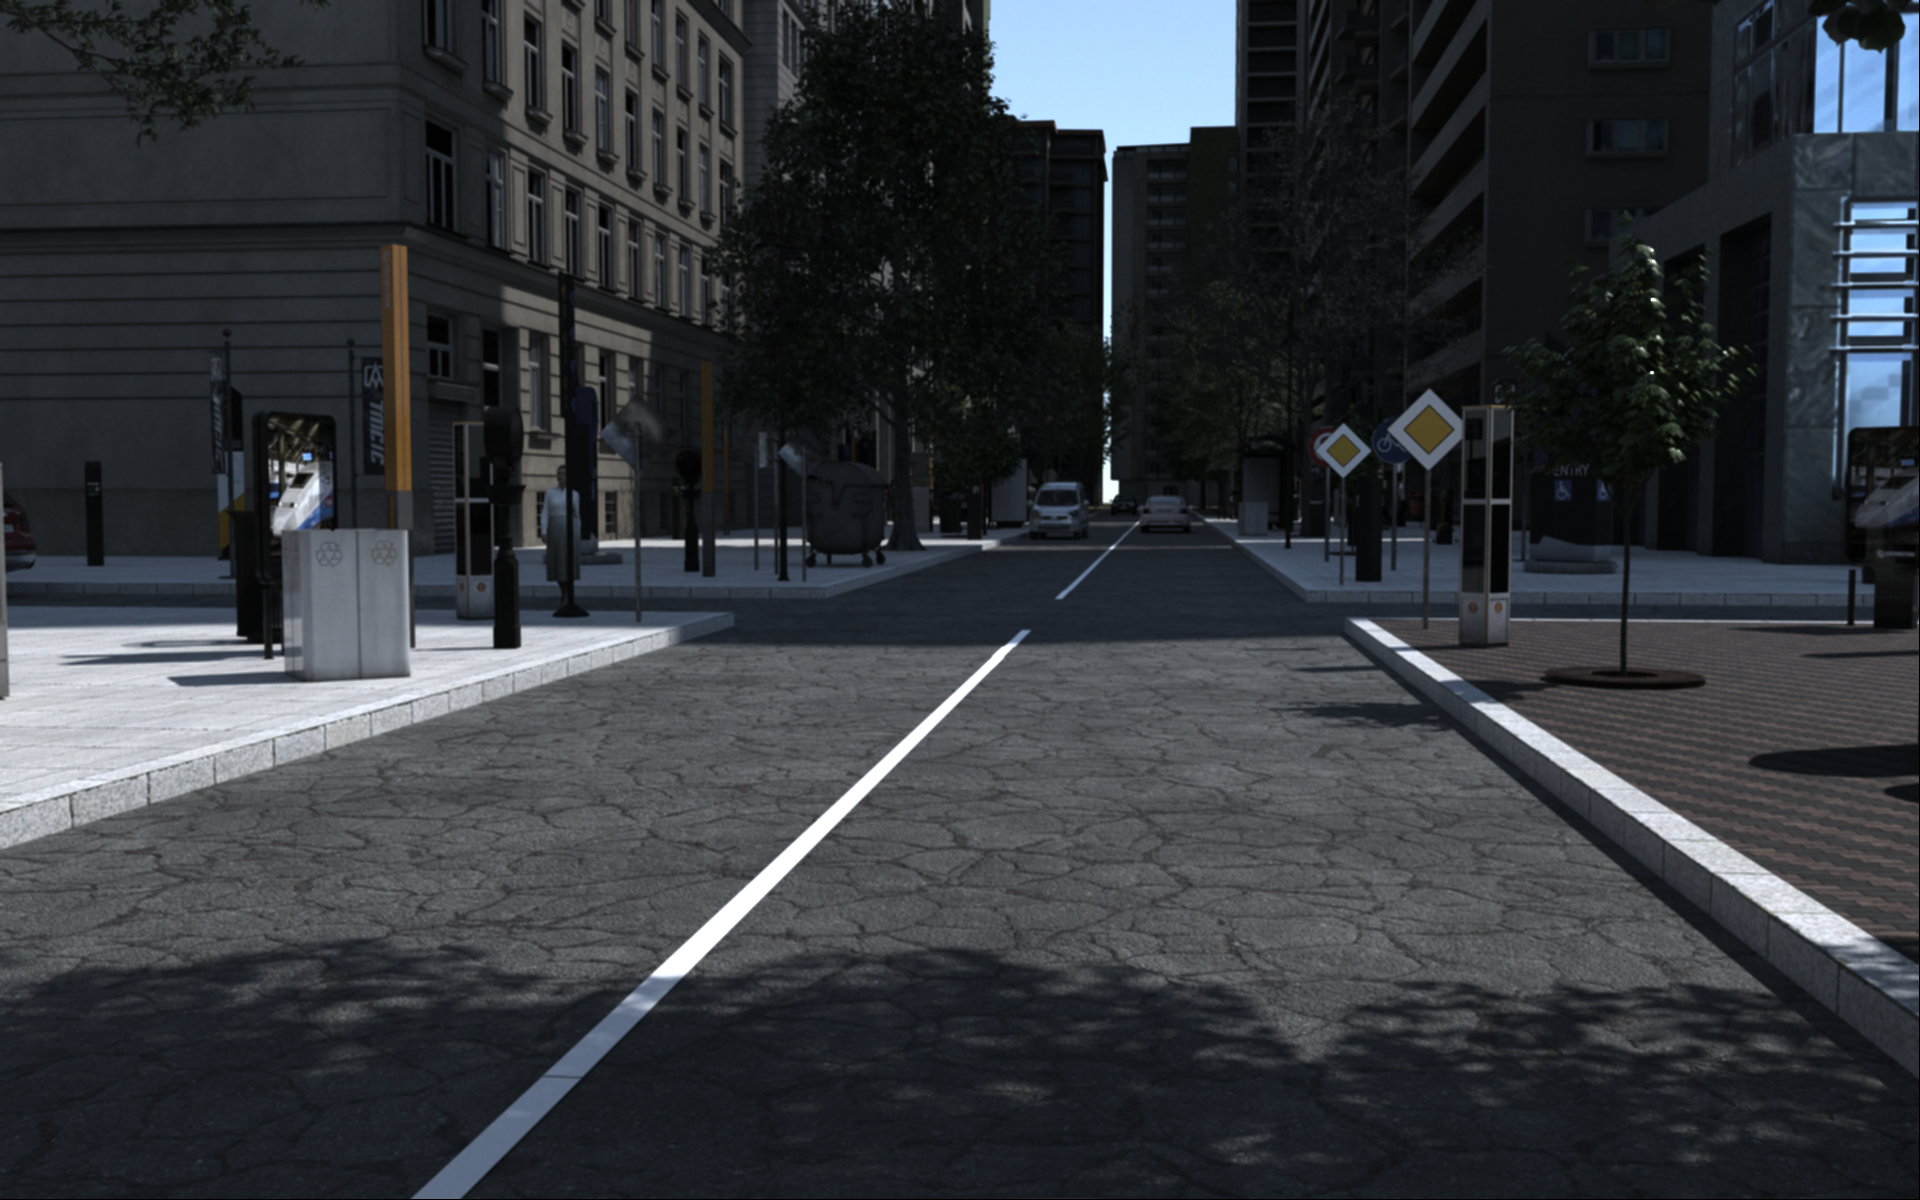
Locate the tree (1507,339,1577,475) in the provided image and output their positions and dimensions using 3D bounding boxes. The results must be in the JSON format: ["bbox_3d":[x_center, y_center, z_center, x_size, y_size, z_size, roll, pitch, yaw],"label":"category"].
[{"bbox_3d":[12.802,-3.234,36.582,4.285,4.588,4.351,0,3,0],"label":"tree"}]

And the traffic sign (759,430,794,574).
[{"bbox_3d":[-2.931,-1.559,27.625,0.606,2.300,0.079,1,4,16],"label":"traffic sign"}]

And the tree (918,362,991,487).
[{"bbox_3d":[-0.407,-7.960,80.501,4.737,8.622,4.395,0,3,0],"label":"tree"}]

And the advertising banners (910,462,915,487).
[{"bbox_3d":[-3.469,-6.096,95.851,2.074,3.025,0.090,1,4,20],"label":"advertising banners"}]

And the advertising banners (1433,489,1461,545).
[{"bbox_3d":[12.801,-2.891,43.455,0.090,3.025,2.074,-3,5,-41],"label":"advertising banners"}]

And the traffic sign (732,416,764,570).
[{"bbox_3d":[-3.419,-1.776,29.040,0.884,2.594,0.081,1,4,15],"label":"traffic sign"}]

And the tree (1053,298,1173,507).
[{"bbox_3d":[14.722,-18.952,165.751,12.611,20.169,13.585,0,3,0],"label":"tree"}]

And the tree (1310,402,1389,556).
[{"bbox_3d":[8.186,-2.569,36.597,1.663,3.219,1.824,0,3,0],"label":"tree"}]

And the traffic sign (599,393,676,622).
[{"bbox_3d":[-3.221,-0.836,17.311,0.795,2.450,0.064,0,4,7],"label":"traffic sign"}]

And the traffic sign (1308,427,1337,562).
[{"bbox_3d":[6.963,-2.000,32.801,0.768,2.556,0.104,0,4,8],"label":"traffic sign"}]

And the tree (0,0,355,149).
[{"bbox_3d":[-6.047,-4.461,7.345,7.601,10.594,8.767,-1,4,-23],"label":"tree"}]

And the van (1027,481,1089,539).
[{"bbox_3d":[3.233,-3.002,56.096,2.013,2.044,4.112,1,4,9],"label":"van"}]

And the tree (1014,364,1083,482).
[{"bbox_3d":[5.137,-8.909,96.026,4.360,8.622,3.978,0,3,0],"label":"tree"}]

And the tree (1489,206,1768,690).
[{"bbox_3d":[4.429,-1.054,11.838,1.663,3.219,1.824,0,3,0],"label":"tree"}]

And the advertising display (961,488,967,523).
[{"bbox_3d":[0.200,-4.430,77.645,0.974,1.923,0.123,0,4,-5],"label":"advertising display"}]

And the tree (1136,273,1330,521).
[{"bbox_3d":[13.686,-9.555,81.980,9.928,11.665,9.643,0,3,0],"label":"tree"}]

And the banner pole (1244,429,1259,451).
[{"bbox_3d":[11.154,-4.687,66.652,0.863,3.779,0.401,3,5,43],"label":"banner pole"}]

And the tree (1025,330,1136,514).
[{"bbox_3d":[7.465,-11.319,110.826,9.928,11.665,9.643,0,3,0],"label":"tree"}]

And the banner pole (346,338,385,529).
[{"bbox_3d":[-9.530,-2.315,27.871,0.863,3.779,0.401,0,4,-4],"label":"banner pole"}]

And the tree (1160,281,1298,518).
[{"bbox_3d":[14.404,-10.636,92.026,7.486,12.596,7.792,0,3,0],"label":"tree"}]

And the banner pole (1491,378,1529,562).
[{"bbox_3d":[10.525,-2.628,32.990,0.863,3.779,0.401,2,4,25],"label":"banner pole"}]

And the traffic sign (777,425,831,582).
[{"bbox_3d":[-2.270,-1.321,25.240,0.795,2.450,0.064,0,4,7],"label":"traffic sign"}]

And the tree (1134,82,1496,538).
[{"bbox_3d":[10.453,-8.617,51.261,12.009,13.543,11.850,0,3,0],"label":"tree"}]

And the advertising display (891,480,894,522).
[{"bbox_3d":[-2.913,-4.499,78.766,0.123,1.923,0.974,1,4,18],"label":"advertising display"}]

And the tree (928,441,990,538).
[{"bbox_3d":[-0.186,-3.478,51.462,1.663,3.219,1.824,0,3,0],"label":"tree"}]

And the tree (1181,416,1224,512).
[{"bbox_3d":[18.063,-10.740,125.962,4.360,8.622,3.978,0,3,0],"label":"tree"}]

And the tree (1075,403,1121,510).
[{"bbox_3d":[10.767,-11.459,137.717,4.737,8.622,4.395,0,3,0],"label":"tree"}]

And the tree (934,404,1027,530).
[{"bbox_3d":[0.765,-4.867,63.292,4.285,4.588,4.351,0,3,0],"label":"tree"}]

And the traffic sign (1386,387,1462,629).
[{"bbox_3d":[4.416,-0.779,16.378,0.795,2.450,0.064,0,4,7],"label":"traffic sign"}]

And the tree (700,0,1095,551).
[{"bbox_3d":[-1.407,-7.478,39.273,9.611,12.733,9.660,0,3,0],"label":"tree"}]

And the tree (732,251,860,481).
[{"bbox_3d":[-4.393,-6.135,50.674,4.360,8.622,3.978,0,3,0],"label":"tree"}]

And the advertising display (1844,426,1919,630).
[{"bbox_3d":[8.942,-0.690,16.502,0.123,1.923,0.974,-2,4,-35],"label":"advertising display"}]

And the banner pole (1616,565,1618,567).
[{"bbox_3d":[11.610,-2.469,30.378,0.863,3.779,0.401,3,5,40],"label":"banner pole"}]

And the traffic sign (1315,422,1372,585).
[{"bbox_3d":[5.367,-1.264,24.307,0.795,2.450,0.064,0,4,7],"label":"traffic sign"}]

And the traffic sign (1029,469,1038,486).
[{"bbox_3d":[3.541,-5.397,88.248,0.884,2.594,0.081,1,4,10],"label":"traffic sign"}]

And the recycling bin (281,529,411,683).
[{"bbox_3d":[-4.337,0.020,12.228,0.722,1.027,0.722,-2,4,-32],"label":"recycling bin"}]

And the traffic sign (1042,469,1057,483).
[{"bbox_3d":[4.609,-5.451,89.225,0.768,2.556,0.104,0,4,8],"label":"traffic sign"}]

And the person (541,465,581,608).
[{"bbox_3d":[-5.017,-0.804,21.876,0.478,1.798,0.641,0,4,-1],"label":"person"}]

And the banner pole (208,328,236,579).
[{"bbox_3d":[-11.236,-2.226,26.413,0.863,3.779,0.401,3,5,43],"label":"banner pole"}]

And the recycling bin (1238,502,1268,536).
[{"bbox_3d":[9.008,-2.489,53.245,0.722,1.027,0.722,-1,4,-10],"label":"recycling bin"}]

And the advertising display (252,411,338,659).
[{"bbox_3d":[-5.290,-0.527,13.835,0.123,1.923,0.974,1,4,12],"label":"advertising display"}]

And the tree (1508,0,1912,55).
[{"bbox_3d":[3.825,-5.863,2.512,9.857,13.997,8.962,0,3,0],"label":"tree"}]
